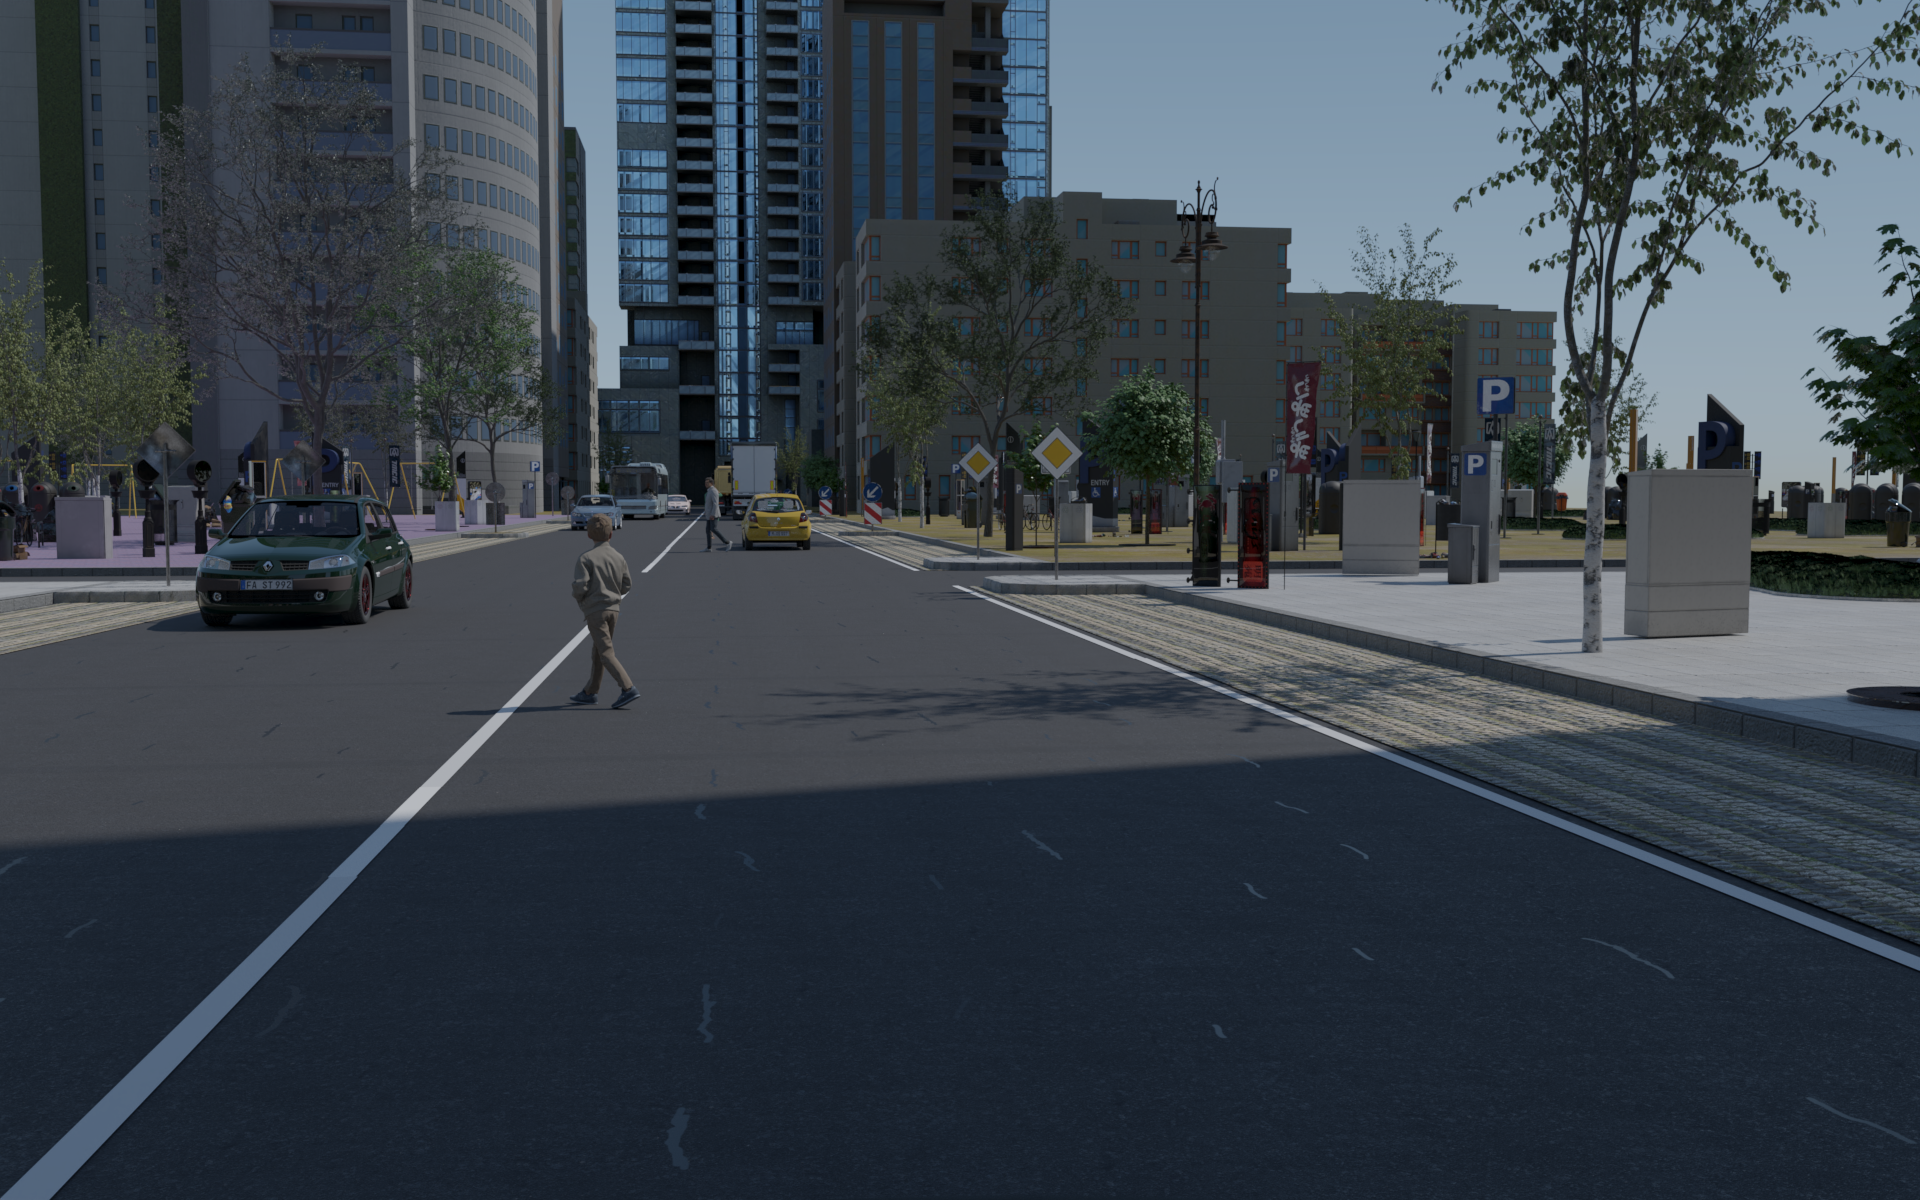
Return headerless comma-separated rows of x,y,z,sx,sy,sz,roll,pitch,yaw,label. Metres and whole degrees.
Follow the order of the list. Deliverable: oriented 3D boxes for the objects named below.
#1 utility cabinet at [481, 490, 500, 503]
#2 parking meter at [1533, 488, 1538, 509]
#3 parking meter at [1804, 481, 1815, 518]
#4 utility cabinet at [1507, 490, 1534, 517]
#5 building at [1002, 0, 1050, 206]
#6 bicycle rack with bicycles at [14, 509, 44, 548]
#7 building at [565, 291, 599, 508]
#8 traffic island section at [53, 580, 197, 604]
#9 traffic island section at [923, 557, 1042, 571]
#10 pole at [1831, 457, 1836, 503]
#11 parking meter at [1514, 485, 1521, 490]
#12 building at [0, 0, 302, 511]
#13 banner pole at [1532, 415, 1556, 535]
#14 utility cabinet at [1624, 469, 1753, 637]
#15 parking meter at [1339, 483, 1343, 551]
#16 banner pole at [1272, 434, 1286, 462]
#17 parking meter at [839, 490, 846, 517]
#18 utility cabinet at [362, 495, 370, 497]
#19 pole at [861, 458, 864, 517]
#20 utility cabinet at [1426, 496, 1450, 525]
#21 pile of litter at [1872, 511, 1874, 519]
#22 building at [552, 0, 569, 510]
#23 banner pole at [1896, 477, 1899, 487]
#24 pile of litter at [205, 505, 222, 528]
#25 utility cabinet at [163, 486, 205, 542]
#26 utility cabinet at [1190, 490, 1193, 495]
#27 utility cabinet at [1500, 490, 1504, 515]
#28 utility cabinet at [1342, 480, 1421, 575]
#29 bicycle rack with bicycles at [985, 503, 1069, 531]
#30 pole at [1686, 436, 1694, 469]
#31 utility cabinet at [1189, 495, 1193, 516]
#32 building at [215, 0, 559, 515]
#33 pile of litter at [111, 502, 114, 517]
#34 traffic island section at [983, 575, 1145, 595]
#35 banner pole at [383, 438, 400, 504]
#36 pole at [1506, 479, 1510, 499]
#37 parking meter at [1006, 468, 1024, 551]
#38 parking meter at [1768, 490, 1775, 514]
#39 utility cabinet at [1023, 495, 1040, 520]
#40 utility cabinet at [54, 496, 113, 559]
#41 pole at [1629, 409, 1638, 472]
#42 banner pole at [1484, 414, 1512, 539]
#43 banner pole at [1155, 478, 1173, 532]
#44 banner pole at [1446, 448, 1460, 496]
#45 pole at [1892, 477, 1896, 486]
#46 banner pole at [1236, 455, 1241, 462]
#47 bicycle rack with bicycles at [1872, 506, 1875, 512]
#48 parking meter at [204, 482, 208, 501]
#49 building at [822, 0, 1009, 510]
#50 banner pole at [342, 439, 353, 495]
-27.120,-5.576,99.846,0.318,1.500,1.173,3,5,43,utility cabinet
33.444,-5.803,100.582,0.399,1.863,0.255,3,5,39,parking meter
39.038,-4.520,79.611,0.255,1.863,0.399,-2,4,-26,parking meter
27.501,-4.669,85.015,1.173,1.500,0.318,2,4,33,utility cabinet
-3.025,-52.220,166.470,22.319,86.520,31.000,0,4,-8,building
-23.207,-1.722,41.532,2.852,0.926,2.925,-2,4,-24,bicycle rack with bicycles
-49.982,-19.515,164.113,28.899,21.520,27.650,0,4,-8,building
-11.066,-0.115,24.168,2.009,0.180,2.903,0,4,-8,traffic island section
0.373,-0.704,33.788,2.009,0.180,2.903,0,4,-8,traffic island section
48.106,-6.210,95.375,0.158,3.312,0.155,0,3,0,pole
34.049,-6.121,105.781,0.399,1.863,0.255,0,4,2,parking meter
-79.616,-37.895,161.575,28.212,58.520,21.231,0,4,-8,building
18.424,-3.946,54.539,0.401,3.779,0.863,-2,4,-29,banner pole
6.558,-0.424,15.611,1.173,1.500,0.318,-1,4,-22,utility cabinet
8.806,-1.892,39.350,0.372,1.533,0.369,0,3,0,parking meter
13.240,-5.028,72.227,0.863,3.779,0.401,3,5,42,banner pole
-6.699,-5.526,98.757,0.372,1.533,0.369,0,3,0,parking meter
-35.961,-5.689,104.177,1.020,1.237,0.306,2,4,26,utility cabinet
-5.516,-6.367,97.942,0.158,3.312,0.155,0,3,0,pole
19.807,-3.707,71.774,0.306,1.237,1.020,-2,4,-35,utility cabinet
45.953,-4.500,87.548,1.176,0.858,1.719,0,4,-7,pile of litter
-39.584,-29.975,140.194,14.600,45.320,14.200,0,4,-8,building
40.130,-5.145,74.135,0.401,3.779,0.863,3,4,36,banner pole
-28.919,-3.218,66.576,1.719,0.858,1.176,-1,4,-18,pile of litter
-20.480,-2.265,45.712,1.173,1.500,0.318,2,4,26,utility cabinet
13.257,-5.715,102.112,1.173,1.500,0.318,3,5,42,utility cabinet
27.003,-4.816,87.421,1.173,1.500,0.318,-1,4,-23,utility cabinet
6.642,-1.139,27.305,1.173,1.500,0.318,1,4,15,utility cabinet
2.118,-2.922,61.153,2.852,0.926,2.925,-1,4,-20,bicycle rack with bicycles
25.520,-4.080,60.546,0.158,3.312,0.155,0,3,0,pole
13.258,-5.405,99.531,0.306,1.237,1.020,3,4,37,utility cabinet
-39.747,-35.228,117.983,21.231,58.520,28.212,0,4,-8,building
-46.984,-4.966,95.166,1.176,0.858,1.719,1,4,13,pile of litter
1.459,-0.220,25.877,2.009,0.180,2.903,0,4,-8,traffic island section
-25.578,-5.374,77.874,0.863,3.779,0.401,-2,4,-24,banner pole
31.391,-6.442,99.165,0.158,3.312,0.155,0,3,0,pole
1.237,-2.048,39.201,0.255,1.863,0.399,3,5,40,parking meter
52.425,-6.330,111.913,0.372,1.533,0.369,0,3,0,parking meter
3.408,-4.537,85.345,1.020,1.237,0.306,0,4,-1,utility cabinet
-17.424,-1.425,34.462,1.020,1.237,0.306,0,4,5,utility cabinet
16.211,-2.930,41.746,0.158,3.312,0.155,0,3,0,pole
15.524,-3.670,50.014,0.863,3.779,0.401,0,4,2,banner pole
6.877,-4.204,58.749,0.401,3.779,0.863,-2,4,-35,banner pole
26.509,-6.322,93.374,0.863,3.779,0.401,2,4,29,banner pole
37.812,-4.666,70.124,0.158,3.312,0.155,0,3,0,pole
17.709,-7.343,110.080,0.401,3.779,0.863,-1,4,-15,banner pole
50.327,-5.113,96.977,2.852,0.926,2.925,-1,4,-15,bicycle rack with bicycles
-37.718,-4.931,86.335,0.399,1.863,0.255,2,4,30,parking meter
-4.109,-30.255,144.772,14.600,45.320,14.200,0,4,-8,building
-27.936,-5.450,79.127,0.401,3.779,0.863,1,4,20,banner pole
